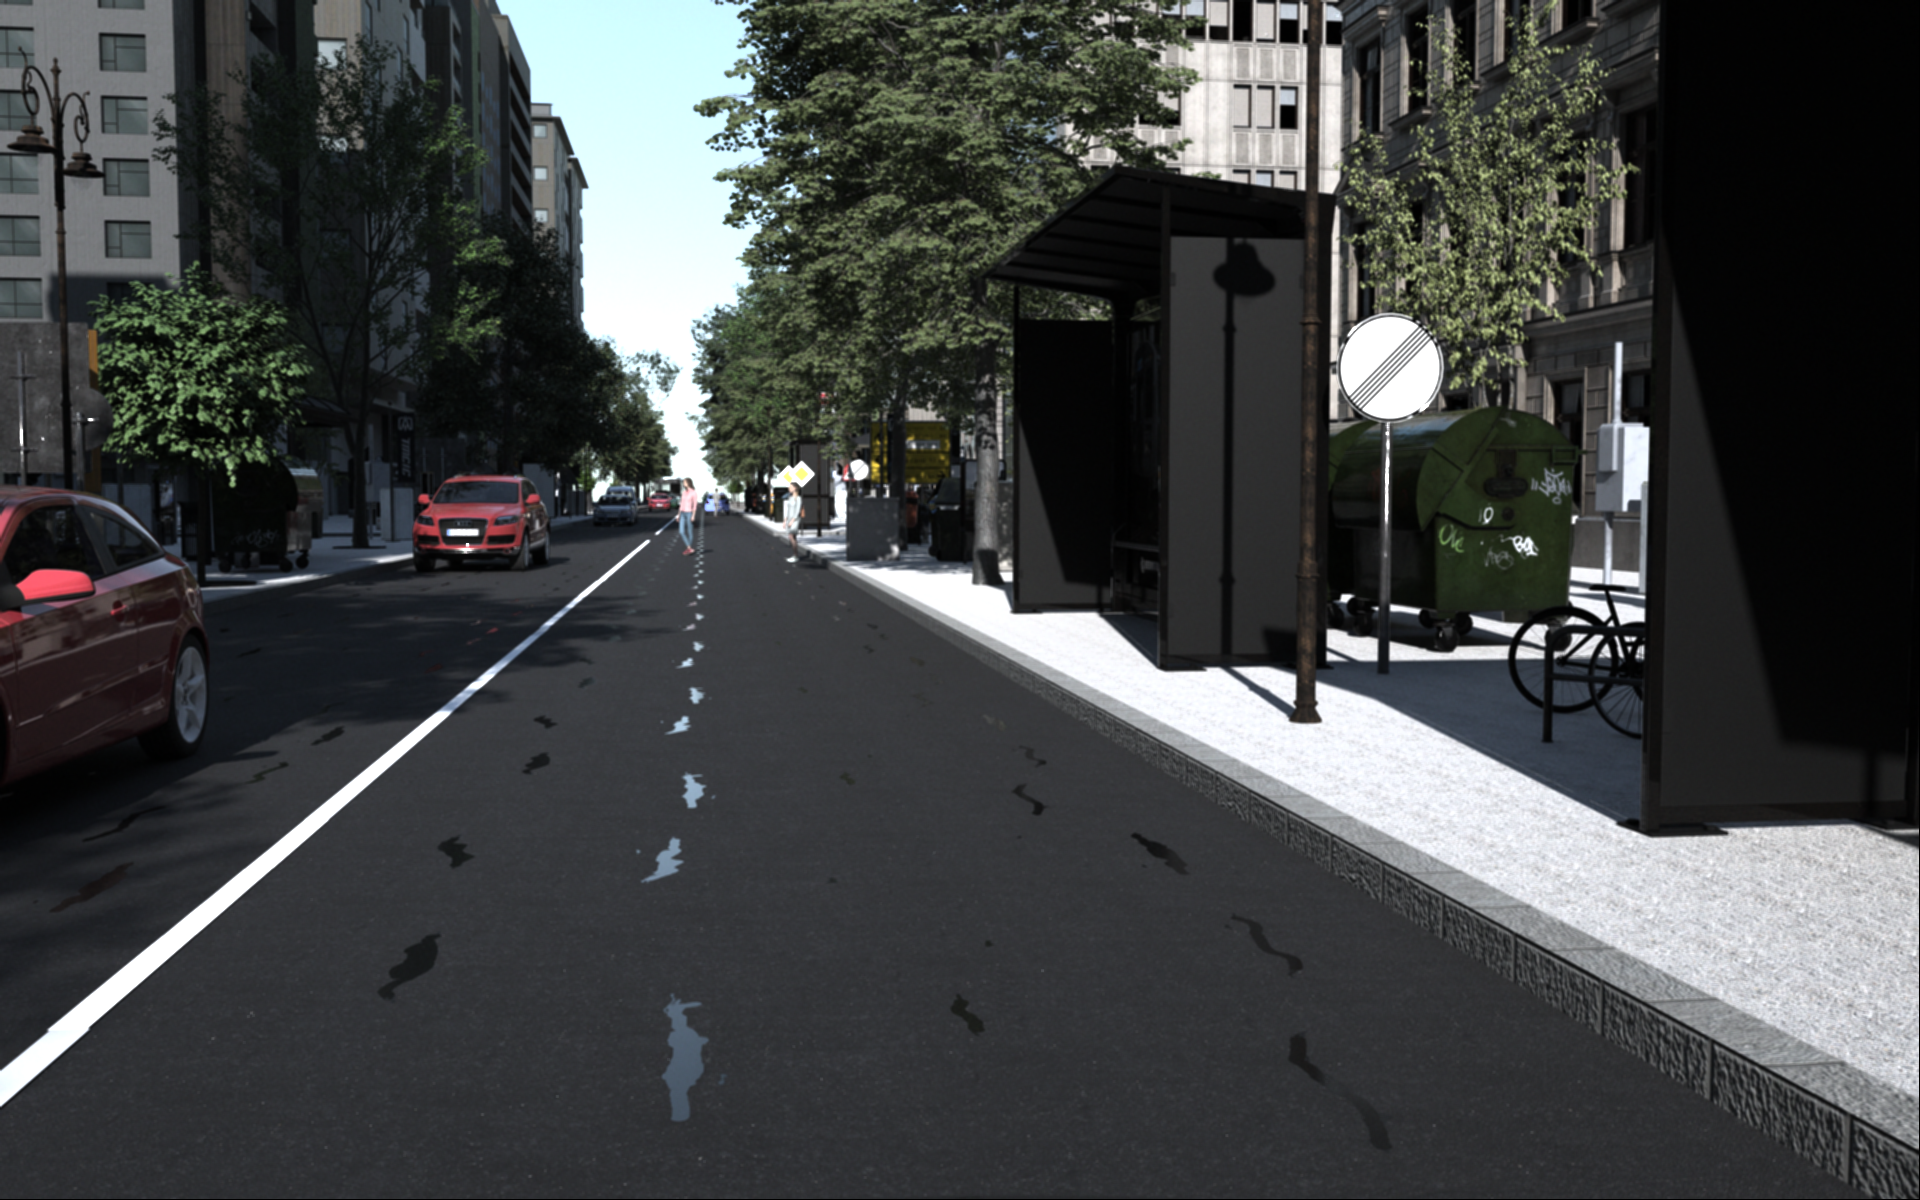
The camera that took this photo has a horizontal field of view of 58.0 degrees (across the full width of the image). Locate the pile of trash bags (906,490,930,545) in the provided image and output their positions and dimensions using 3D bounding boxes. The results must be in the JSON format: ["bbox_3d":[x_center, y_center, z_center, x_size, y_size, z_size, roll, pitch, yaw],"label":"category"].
[{"bbox_3d":[-1.647,-2.130,44.582,1.912,1.369,3.447,-1,4,-17],"label":"pile of trash bags"}]

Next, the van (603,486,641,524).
[{"bbox_3d":[-16.744,-4.792,85.363,2.013,2.044,4.112,-1,4,-10],"label":"van"}]

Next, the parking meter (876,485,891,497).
[{"bbox_3d":[-2.793,-3.239,61.362,0.372,1.533,0.369,0,3,0],"label":"parking meter"}]

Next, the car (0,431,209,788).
[{"bbox_3d":[-4.897,0.070,7.902,2.155,1.783,4.494,0,4,-7],"label":"car"}]

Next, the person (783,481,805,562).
[{"bbox_3d":[-3.547,-1.679,36.953,0.522,1.701,0.512,-3,4,-38],"label":"person"}]

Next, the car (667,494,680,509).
[{"bbox_3d":[-27.369,-9.224,162.603,2.131,1.459,4.920,-1,4,-9],"label":"car"}]

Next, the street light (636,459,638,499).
[{"bbox_3d":[-33.004,-12.472,176.712,0.468,5.910,1.993,-1,4,-8],"label":"street light"}]

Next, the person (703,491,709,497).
[{"bbox_3d":[-35.828,-14.528,245.665,1.348,1.869,0.705,-1,4,-15],"label":"person"}]

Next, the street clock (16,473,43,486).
[{"bbox_3d":[-14.281,-1.348,26.604,0.358,2.002,0.471,1,4,9],"label":"street clock"}]

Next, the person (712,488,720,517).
[{"bbox_3d":[-15.074,-6.044,107.526,0.606,1.804,0.583,2,4,25],"label":"person"}]

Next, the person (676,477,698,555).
[{"bbox_3d":[-6.445,-1.977,40.827,0.555,1.821,0.388,1,4,23],"label":"person"}]

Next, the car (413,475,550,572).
[{"bbox_3d":[-9.253,-1.535,33.777,2.281,1.827,5.304,0,4,-6],"label":"car"}]

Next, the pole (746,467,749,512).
[{"bbox_3d":[-15.303,-8.012,124.844,0.158,3.312,0.155,0,3,0],"label":"pole"}]

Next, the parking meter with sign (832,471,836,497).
[{"bbox_3d":[-9.232,-8.168,129.801,0.543,3.016,1.738,-1,4,-9],"label":"parking meter with sign"}]

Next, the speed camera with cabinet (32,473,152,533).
[{"bbox_3d":[-14.414,-2.097,28.624,0.660,3.252,2.038,2,4,24],"label":"speed camera with cabinet"}]

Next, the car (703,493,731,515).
[{"bbox_3d":[-16.826,-6.755,120.042,1.945,1.707,3.694,-1,4,-8],"label":"car"}]

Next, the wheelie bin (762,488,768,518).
[{"bbox_3d":[-10.258,-5.291,94.408,0.980,1.594,0.693,-1,4,-22],"label":"wheelie bin"}]

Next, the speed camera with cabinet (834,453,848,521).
[{"bbox_3d":[-5.726,-5.441,83.297,0.660,3.252,2.038,0,4,-4],"label":"speed camera with cabinet"}]

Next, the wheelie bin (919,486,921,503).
[{"bbox_3d":[-0.212,-1.697,35.659,0.693,1.594,0.980,2,4,35],"label":"wheelie bin"}]

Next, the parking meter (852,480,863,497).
[{"bbox_3d":[-3.954,-3.743,66.909,0.399,1.863,0.255,-2,4,-34],"label":"parking meter"}]

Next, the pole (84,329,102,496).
[{"bbox_3d":[-10.829,-1.697,21.595,0.158,3.312,0.155,0,3,0],"label":"pole"}]

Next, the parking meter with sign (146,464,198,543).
[{"bbox_3d":[-20.756,-2.981,45.003,1.738,3.016,0.543,-1,4,-21],"label":"parking meter with sign"}]

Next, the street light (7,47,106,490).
[{"bbox_3d":[-9.581,-2.797,18.524,0.468,5.910,1.993,-1,4,-8],"label":"street light"}]

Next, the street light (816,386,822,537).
[{"bbox_3d":[-4.206,-4.821,51.615,0.468,5.910,1.993,-1,4,-8],"label":"street light"}]

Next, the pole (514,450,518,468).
[{"bbox_3d":[-20.632,-5.304,80.566,0.158,3.312,0.155,0,3,0],"label":"pole"}]

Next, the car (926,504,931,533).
[{"bbox_3d":[-0.339,-2.796,58.077,4.827,1.381,2.083,0,4,-7],"label":"car"}]

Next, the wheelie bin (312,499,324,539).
[{"bbox_3d":[-18.794,-2.574,49.990,0.980,1.594,0.693,0,4,-2],"label":"wheelie bin"}]

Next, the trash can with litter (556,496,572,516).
[{"bbox_3d":[-22.725,-5.362,99.059,0.624,1.170,1.055,3,4,39],"label":"trash can with litter"}]

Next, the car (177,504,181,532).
[{"bbox_3d":[-26.620,-2.523,53.614,4.827,1.381,2.083,0,4,-8],"label":"car"}]

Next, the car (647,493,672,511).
[{"bbox_3d":[-25.601,-8.467,147.483,2.155,1.783,4.494,-1,4,-10],"label":"car"}]

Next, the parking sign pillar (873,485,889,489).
[{"bbox_3d":[-3.864,-6.233,90.388,1.447,3.967,1.447,-1,4,-12],"label":"parking sign pillar"}]

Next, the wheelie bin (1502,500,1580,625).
[{"bbox_3d":[5.729,-0.574,17.290,0.693,1.594,0.980,3,4,38],"label":"wheelie bin"}]

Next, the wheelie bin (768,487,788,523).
[{"bbox_3d":[-7.997,-4.273,77.764,0.980,1.594,0.693,0,4,-6],"label":"wheelie bin"}]

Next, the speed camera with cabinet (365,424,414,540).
[{"bbox_3d":[-16.076,-3.326,48.710,0.660,3.252,2.038,-3,5,-42],"label":"speed camera with cabinet"}]

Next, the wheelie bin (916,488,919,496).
[{"bbox_3d":[-1.328,-3.555,66.028,0.693,1.594,0.980,3,4,37],"label":"wheelie bin"}]

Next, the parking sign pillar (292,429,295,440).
[{"bbox_3d":[-23.063,-4.268,58.257,1.447,3.967,1.447,3,5,42],"label":"parking sign pillar"}]

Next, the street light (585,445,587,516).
[{"bbox_3d":[-21.913,-7.860,101.302,0.468,5.910,1.993,-1,4,-8],"label":"street light"}]

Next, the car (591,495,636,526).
[{"bbox_3d":[-15.789,-4.104,79.098,2.014,1.417,4.499,-1,4,-9],"label":"car"}]

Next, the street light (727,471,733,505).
[{"bbox_3d":[-27.586,-14.486,209.630,0.468,5.910,1.993,-1,4,-8],"label":"street light"}]

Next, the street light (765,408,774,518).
[{"bbox_3d":[-10.210,-7.329,92.612,0.468,5.910,1.993,-1,4,-8],"label":"street light"}]

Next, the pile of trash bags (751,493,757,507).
[{"bbox_3d":[-12.134,-6.366,113.842,3.447,1.369,1.912,-3,4,-36],"label":"pile of trash bags"}]

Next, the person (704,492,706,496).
[{"bbox_3d":[-35.956,-14.390,244.687,0.541,1.710,0.530,1,4,15],"label":"person"}]

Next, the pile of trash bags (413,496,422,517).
[{"bbox_3d":[-29.605,-5.207,94.888,1.912,1.369,3.447,1,4,15],"label":"pile of trash bags"}]

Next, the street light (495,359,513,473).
[{"bbox_3d":[-15.616,-5.300,59.451,0.468,5.910,1.993,-1,4,-8],"label":"street light"}]

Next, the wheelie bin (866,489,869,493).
[{"bbox_3d":[-6.051,-6.254,110.165,0.980,1.594,0.693,-3,5,-39],"label":"wheelie bin"}]

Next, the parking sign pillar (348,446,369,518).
[{"bbox_3d":[-32.494,-6.458,94.063,1.447,3.967,1.447,0,4,1],"label":"parking sign pillar"}]

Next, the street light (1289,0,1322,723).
[{"bbox_3d":[1.949,-2.251,9.592,0.468,5.910,1.993,-1,4,-8],"label":"street light"}]

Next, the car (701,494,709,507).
[{"bbox_3d":[-27.303,-10.889,189.835,2.131,1.459,4.920,-1,4,-10],"label":"car"}]

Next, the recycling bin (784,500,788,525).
[{"bbox_3d":[-6.786,-3.599,71.397,0.722,1.027,0.722,2,4,31],"label":"recycling bin"}]

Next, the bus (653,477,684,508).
[{"bbox_3d":[-30.009,-11.276,179.214,2.948,3.499,13.247,0,4,-7],"label":"bus"}]

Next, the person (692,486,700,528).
[{"bbox_3d":[-11.232,-3.923,73.043,0.661,1.777,0.834,3,4,36],"label":"person"}]

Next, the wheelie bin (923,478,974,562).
[{"bbox_3d":[-0.067,-1.543,33.135,0.980,1.594,0.693,2,4,31],"label":"wheelie bin"}]

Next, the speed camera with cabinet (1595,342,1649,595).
[{"bbox_3d":[8.882,-1.692,22.008,0.660,3.252,2.038,-1,4,-10],"label":"speed camera with cabinet"}]
